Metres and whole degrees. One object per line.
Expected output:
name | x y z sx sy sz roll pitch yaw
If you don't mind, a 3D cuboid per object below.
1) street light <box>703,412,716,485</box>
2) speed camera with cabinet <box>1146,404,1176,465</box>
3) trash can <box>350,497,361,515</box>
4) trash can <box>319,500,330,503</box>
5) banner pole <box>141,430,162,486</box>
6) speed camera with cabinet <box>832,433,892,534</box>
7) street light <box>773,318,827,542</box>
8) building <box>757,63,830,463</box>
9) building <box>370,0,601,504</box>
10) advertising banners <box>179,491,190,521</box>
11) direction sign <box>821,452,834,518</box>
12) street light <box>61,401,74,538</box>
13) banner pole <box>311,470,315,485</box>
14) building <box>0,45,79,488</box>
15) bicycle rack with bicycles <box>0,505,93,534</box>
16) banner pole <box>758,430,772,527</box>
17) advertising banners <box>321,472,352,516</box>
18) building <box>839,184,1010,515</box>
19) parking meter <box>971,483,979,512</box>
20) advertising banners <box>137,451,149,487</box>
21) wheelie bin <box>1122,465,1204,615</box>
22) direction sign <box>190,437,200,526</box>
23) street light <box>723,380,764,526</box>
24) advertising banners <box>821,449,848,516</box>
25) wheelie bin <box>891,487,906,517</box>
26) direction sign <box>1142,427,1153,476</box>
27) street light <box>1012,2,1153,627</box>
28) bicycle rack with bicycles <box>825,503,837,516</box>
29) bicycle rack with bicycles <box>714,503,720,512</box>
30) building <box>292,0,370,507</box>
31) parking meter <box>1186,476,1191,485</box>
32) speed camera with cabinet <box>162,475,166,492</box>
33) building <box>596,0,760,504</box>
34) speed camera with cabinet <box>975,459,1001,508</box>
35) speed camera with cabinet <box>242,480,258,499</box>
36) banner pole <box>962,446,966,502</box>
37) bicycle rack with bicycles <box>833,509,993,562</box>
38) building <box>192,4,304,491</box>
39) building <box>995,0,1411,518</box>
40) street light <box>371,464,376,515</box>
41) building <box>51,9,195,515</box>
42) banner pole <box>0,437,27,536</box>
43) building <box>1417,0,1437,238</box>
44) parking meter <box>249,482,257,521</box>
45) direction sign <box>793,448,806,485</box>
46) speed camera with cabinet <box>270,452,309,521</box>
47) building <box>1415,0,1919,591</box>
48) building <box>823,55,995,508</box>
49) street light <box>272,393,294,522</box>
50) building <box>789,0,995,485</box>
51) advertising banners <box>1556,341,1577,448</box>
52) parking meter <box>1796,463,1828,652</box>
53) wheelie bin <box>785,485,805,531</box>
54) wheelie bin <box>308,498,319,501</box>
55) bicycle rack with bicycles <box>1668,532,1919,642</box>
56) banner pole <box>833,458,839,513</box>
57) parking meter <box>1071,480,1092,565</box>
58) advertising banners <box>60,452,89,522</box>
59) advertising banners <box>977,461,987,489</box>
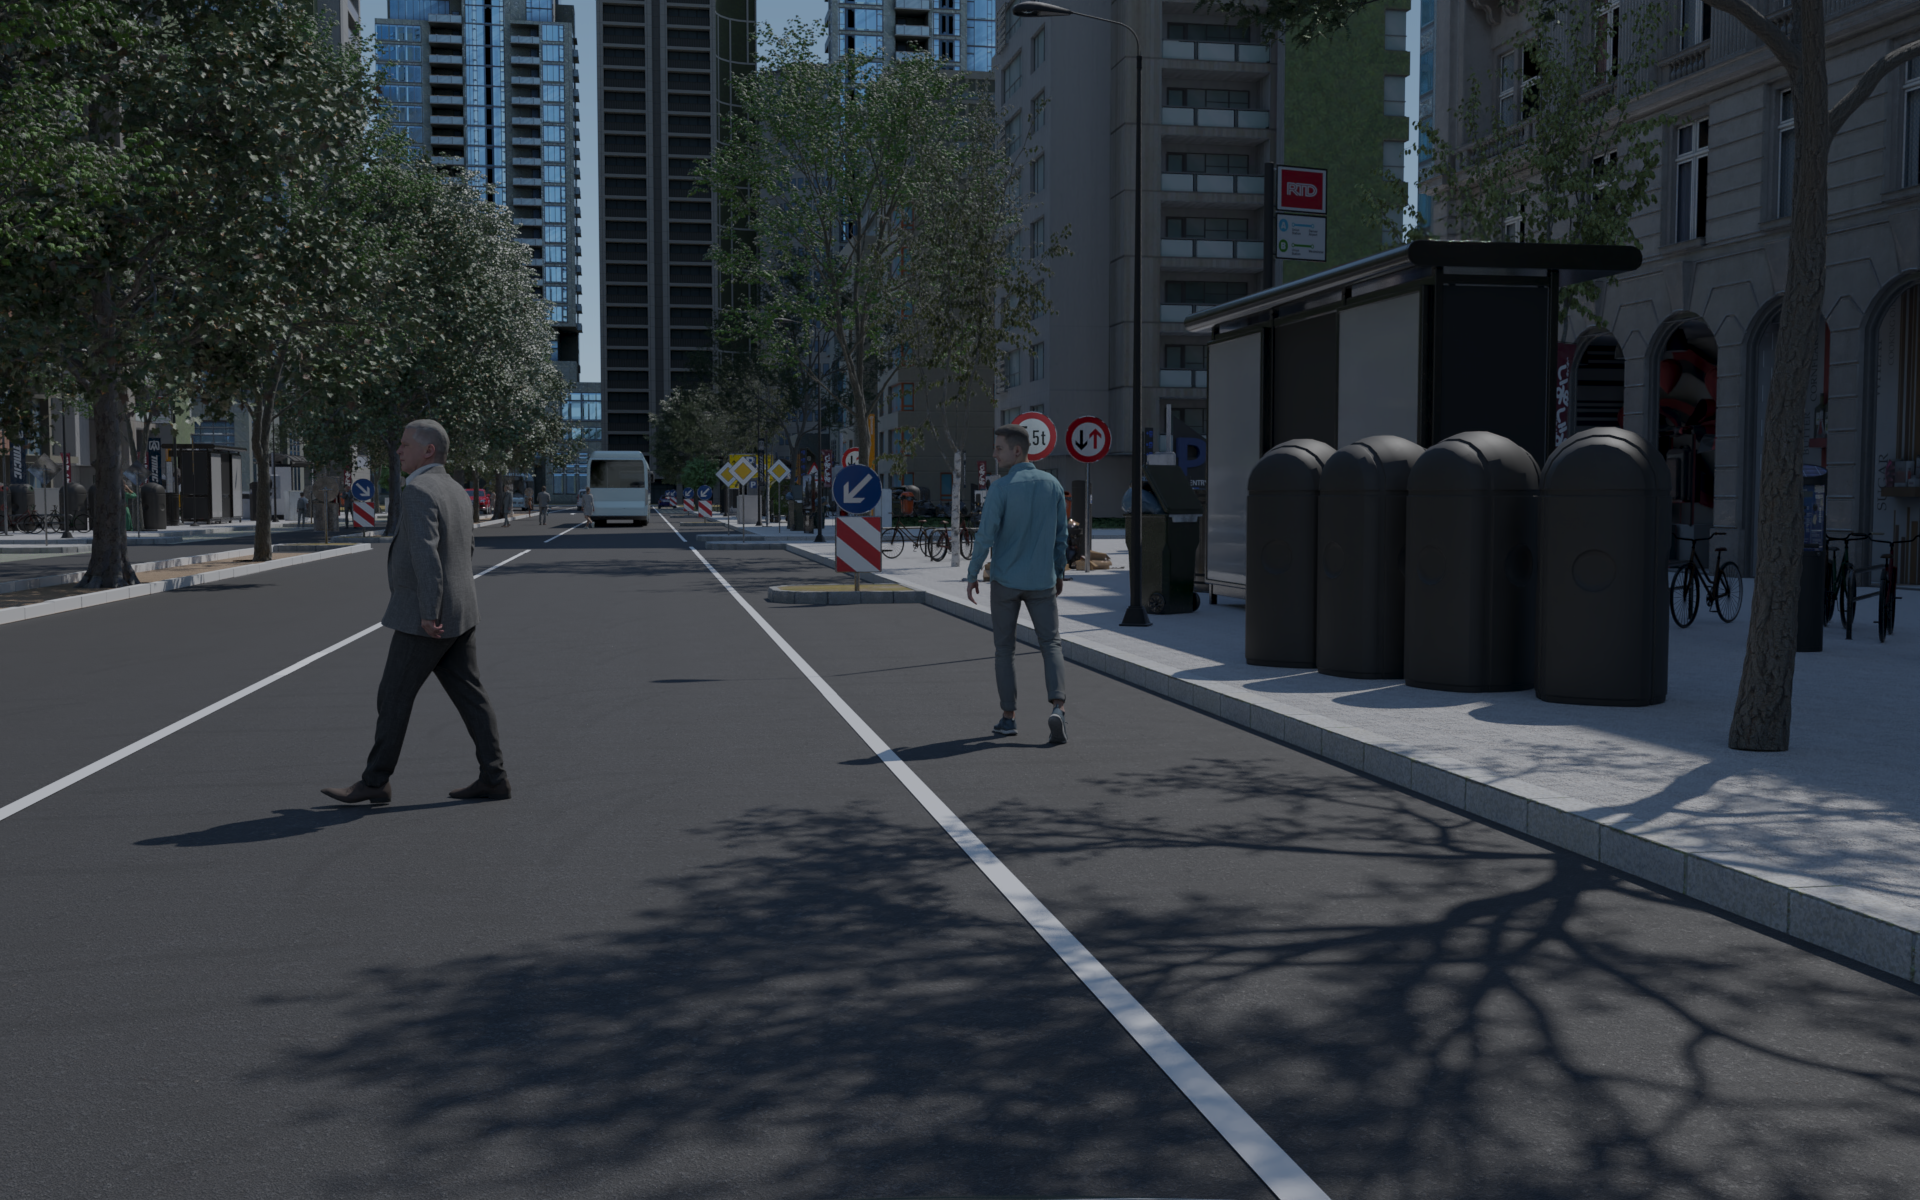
street light | -13.812 -7.670 97.947 1.470 5.913 1.316 -1 4 -10
speed camera with cabinet | 4.435 -2.729 38.951 0.660 3.252 2.038 0 4 2
trash can | -36.164 -5.624 103.613 0.748 1.137 0.748 0 3 0
trash can | -36.071 -5.296 98.249 0.748 1.137 0.748 0 3 0
banner pole | -31.502 -4.734 67.419 0.863 3.779 0.401 -2 4 -32
speed camera with cabinet | -3.183 -3.779 56.117 2.038 3.252 0.660 2 4 34
street light | -4.275 -4.491 45.969 1.470 5.913 1.316 -1 4 -10
building | -13.298 -42.389 235.062 28.212 58.520 21.231 -1 4 -10
building | -62.676 -55.805 225.086 31.000 86.520 22.319 -1 4 -10
advertising banners | -35.972 -5.257 82.136 2.074 3.025 0.090 -1 4 -17
direction sign | -7.282 -6.250 94.189 0.876 3.537 0.379 -1 4 -21
street light | -25.344 -4.744 50.108 1.470 5.913 1.316 -1 4 -10
banner pole | -38.297 -6.886 102.603 0.401 3.779 0.863 0 4 -5
building | -102.749 -31.363 167.407 28.867 44.769 22.147 -1 4 -10
bicycle rack with bicycles | -29.907 -2.642 56.574 2.925 0.926 2.852 -1 4 -20
banner pole | -7.693 -4.760 67.845 0.401 3.779 0.863 -3 4 -38
advertising banners | -36.559 -6.429 101.297 2.074 3.025 0.090 -1 4 -9
building | 7.536 -16.387 112.961 27.650 21.520 28.899 -1 4 -10
parking meter | 0.795 -5.413 94.217 0.399 1.863 0.255 -2 4 -33
advertising banners | -34.217 -4.570 70.900 2.074 3.025 0.090 -1 4 -18
wheelie bin | 2.152 -0.658 18.674 0.693 1.594 0.980 3 5 45
direction sign | -30.424 -4.694 68.748 0.379 3.537 0.876 -1 4 -21
street light | -8.601 -5.920 69.335 1.470 5.913 1.316 -1 4 -10
advertising banners | -4.574 -4.397 68.074 2.074 3.025 0.090 -3 4 -36
wheelie bin | -2.638 -4.091 74.799 0.980 1.594 0.693 1 4 10
direction sign | 6.212 -4.089 58.854 0.876 3.537 0.379 -2 4 -34
street light | 1.181 -2.696 16.620 1.470 5.913 1.316 -1 4 -10
bicycle rack with bicycles | -7.402 -5.418 101.972 2.852 0.926 2.925 3 4 36
bicycle rack with bicycles | -15.993 -6.628 121.742 2.925 0.926 2.852 1 4 15
building | -74.500 -38.539 172.116 28.212 58.520 21.231 -1 4 -10
parking meter | 7.228 -3.061 55.759 0.255 1.863 0.399 -1 4 -22
speed camera with cabinet | -38.878 -5.405 82.703 0.660 3.252 2.038 3 4 39
building | -37.095 -48.371 229.120 20.611 71.187 20.563 -1 4 -10
speed camera with cabinet | 1.367 -5.560 85.235 0.660 3.252 2.038 -1 4 -22
speed camera with cabinet | -44.771 -7.080 110.092 2.038 3.252 0.660 1 4 20
banner pole | 0.203 -5.982 87.828 0.401 3.779 0.863 -1 4 -13
bicycle rack with bicycles | -0.415 -1.276 34.248 2.852 0.926 2.925 3 5 42
building | -64.084 -50.201 133.457 22.319 86.520 31.000 -1 4 -10
building | 9.591 -23.827 73.170 14.086 41.232 14.154 -1 4 -10
street light | -35.895 -8.243 107.309 1.470 5.913 1.316 -1 4 -10
building | -53.512 -25.428 99.341 14.154 41.232 14.086 -1 4 -10
banner pole | -29.036 -3.857 53.077 0.401 3.779 0.863 3 5 42
building | 38.436 -28.368 83.427 30.456 49.044 23.786 -1 4 -10
parking meter | -33.736 -4.711 82.731 0.399 1.863 0.255 3 5 45
direction sign | -7.931 -5.708 85.318 0.379 3.537 0.876 3 5 41
speed camera with cabinet | -32.363 -5.426 83.047 0.660 3.252 2.038 3 5 42
building | 17.808 -11.261 25.918 13.314 21.916 24.055 -1 4 -10
building | 3.995 -28.264 153.998 32.217 40.220 23.993 -1 4 -10
street light | -30.606 -6.494 78.711 1.470 5.913 1.316 -1 4 -10
building | -5.353 -52.973 178.775 22.319 86.520 31.000 -1 4 -10
advertising banners | 6.350 -1.425 19.480 2.074 3.025 0.090 -3 5 -40
parking meter | 6.872 -0.352 14.168 0.372 1.533 0.369 0 3 0
wheelie bin | -5.616 -3.199 60.212 0.980 1.594 0.693 -2 4 -27
wheelie bin | -35.008 -5.253 93.789 0.980 1.594 0.693 -1 4 -21
bicycle rack with bicycles | 7.859 -0.192 16.520 2.852 0.926 2.925 3 4 38
banner pole | -8.567 -7.936 119.765 0.401 3.779 0.863 -2 4 -35
parking meter | 2.217 -1.415 31.551 0.372 1.533 0.369 0 3 0
advertising banners | -37.361 -4.736 73.622 0.090 3.025 2.074 1 4 19
advertising banners | 1.901 -5.788 90.819 2.074 3.025 0.090 0 4 -1
